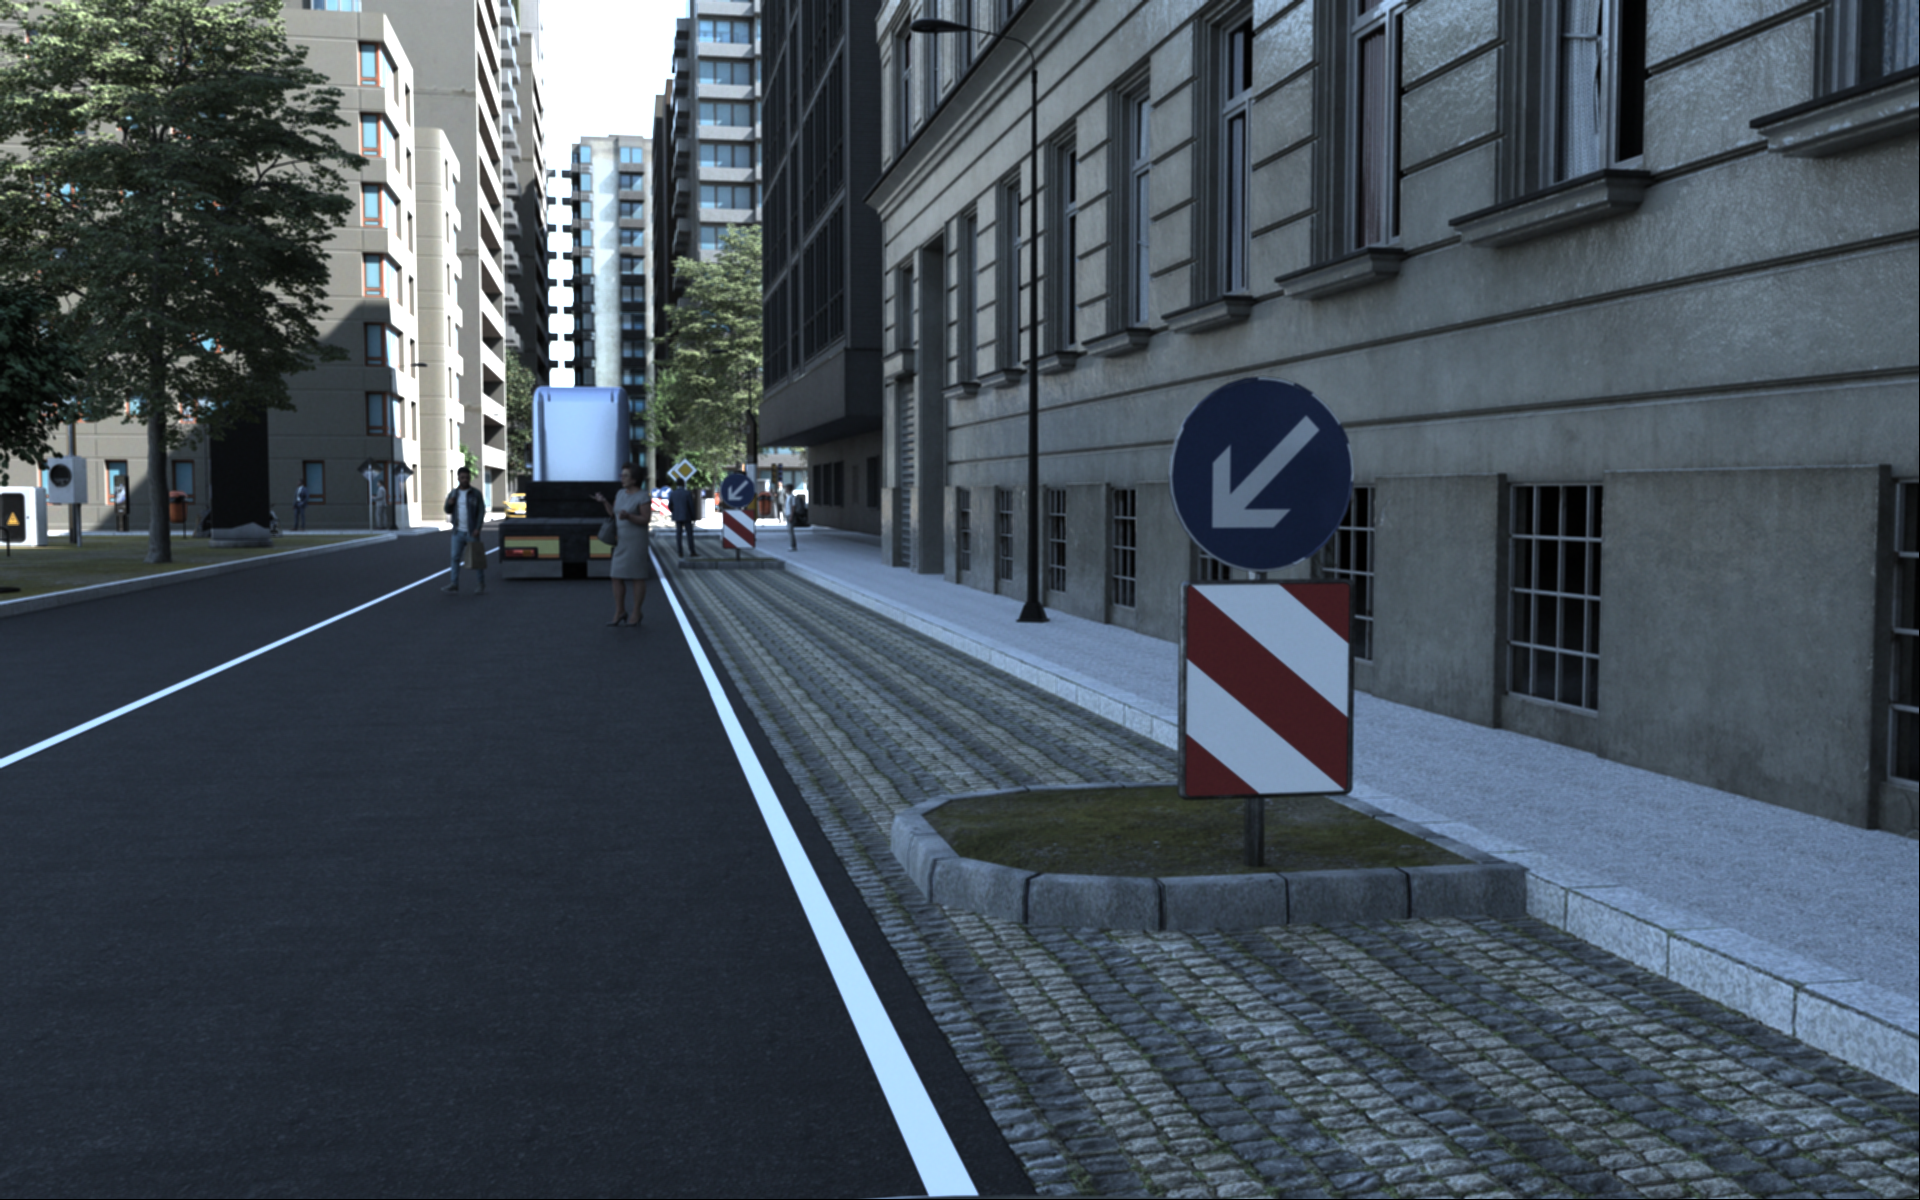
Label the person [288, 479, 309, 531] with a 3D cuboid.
[{"bbox_3d":[-22.953,-3.303,60.237,0.721,1.800,0.419,1,4,21],"label":"person"}]

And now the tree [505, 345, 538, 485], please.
[{"bbox_3d":[-34.354,-12.954,128.803,9.611,12.733,9.660,0,3,0],"label":"tree"}]

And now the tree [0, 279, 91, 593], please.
[{"bbox_3d":[-13.035,-2.365,22.385,4.285,4.588,4.351,0,3,0],"label":"tree"}]

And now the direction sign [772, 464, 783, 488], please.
[{"bbox_3d":[-13.622,-8.383,129.060,0.876,3.537,0.379,1,4,18],"label":"direction sign"}]

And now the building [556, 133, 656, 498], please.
[{"bbox_3d":[-37.259,-37.410,231.257,30.456,49.044,23.786,-1,4,-11],"label":"building"}]

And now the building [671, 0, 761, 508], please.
[{"bbox_3d":[-15.514,-33.220,162.763,23.786,49.044,30.456,-1,4,-11],"label":"building"}]

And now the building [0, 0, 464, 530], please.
[{"bbox_3d":[-36.982,-14.011,74.118,27.650,21.520,28.899,-1,4,-11],"label":"building"}]

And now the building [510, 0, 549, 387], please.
[{"bbox_3d":[-61.319,-40.000,196.006,28.212,58.520,21.231,-1,4,-11],"label":"building"}]

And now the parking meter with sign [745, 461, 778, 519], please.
[{"bbox_3d":[-10.155,-5.663,88.844,1.738,3.016,0.543,2,4,26],"label":"parking meter with sign"}]

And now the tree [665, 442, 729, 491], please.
[{"bbox_3d":[-16.154,-7.562,107.359,4.285,4.588,4.351,0,3,0],"label":"tree"}]

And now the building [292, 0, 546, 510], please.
[{"bbox_3d":[-53.117,-33.661,174.052,21.300,48.544,21.600,-1,4,-11],"label":"building"}]

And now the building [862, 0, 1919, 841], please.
[{"bbox_3d":[8.406,-11.329,18.517,16.112,22.955,30.059,-1,4,-11],"label":"building"}]

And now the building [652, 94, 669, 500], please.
[{"bbox_3d":[-24.914,-35.435,203.067,21.300,48.544,21.600,-1,4,-11],"label":"building"}]

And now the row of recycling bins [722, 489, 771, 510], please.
[{"bbox_3d":[-12.633,-5.719,100.618,1.069,1.692,3.534,-3,5,-44],"label":"row of recycling bins"}]

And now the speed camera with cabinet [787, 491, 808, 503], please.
[{"bbox_3d":[-7.515,-5.540,84.911,2.038,3.252,0.660,-3,5,-43],"label":"speed camera with cabinet"}]

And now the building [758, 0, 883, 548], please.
[{"bbox_3d":[2.672,-15.390,45.134,14.314,27.812,24.014,-1,4,-11],"label":"building"}]

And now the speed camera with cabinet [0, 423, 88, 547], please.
[{"bbox_3d":[-22.247,-2.910,41.909,2.038,3.252,0.660,0,4,6],"label":"speed camera with cabinet"}]

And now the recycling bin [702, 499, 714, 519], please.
[{"bbox_3d":[-13.113,-4.670,88.916,0.722,1.027,0.722,2,4,23],"label":"recycling bin"}]

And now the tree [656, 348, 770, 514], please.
[{"bbox_3d":[-13.850,-10.042,98.599,7.601,10.594,8.767,1,4,12],"label":"tree"}]

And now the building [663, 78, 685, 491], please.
[{"bbox_3d":[-24.358,-32.702,184.790,14.600,45.320,14.200,-1,4,-11],"label":"building"}]

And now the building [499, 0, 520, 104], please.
[{"bbox_3d":[-49.306,-32.319,148.027,23.786,49.044,30.456,-1,4,-11],"label":"building"}]

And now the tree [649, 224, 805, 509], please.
[{"bbox_3d":[-9.142,-9.455,72.722,7.486,12.596,7.792,0,3,0],"label":"tree"}]

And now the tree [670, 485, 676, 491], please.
[{"bbox_3d":[-23.205,-9.206,145.113,1.663,3.219,1.824,0,3,0],"label":"tree"}]

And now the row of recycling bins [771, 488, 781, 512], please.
[{"bbox_3d":[-13.897,-7.222,125.195,3.534,1.692,1.069,1,4,14],"label":"row of recycling bins"}]

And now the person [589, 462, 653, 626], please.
[{"bbox_3d":[-3.699,-0.608,18.795,0.716,1.782,0.532,2,4,34],"label":"person"}]

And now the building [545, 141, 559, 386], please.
[{"bbox_3d":[-67.686,-37.035,225.123,30.456,49.044,23.786,-1,4,-11],"label":"building"}]

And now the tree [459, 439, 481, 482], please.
[{"bbox_3d":[-27.551,-6.703,93.303,4.285,4.588,4.351,0,3,0],"label":"tree"}]

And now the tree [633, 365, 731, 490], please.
[{"bbox_3d":[-20.758,-12.591,131.613,9.928,11.665,9.643,0,3,0],"label":"tree"}]

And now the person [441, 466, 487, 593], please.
[{"bbox_3d":[-7.050,-1.000,24.830,0.794,1.824,0.713,2,4,25],"label":"person"}]

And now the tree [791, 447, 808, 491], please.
[{"bbox_3d":[-9.864,-9.910,112.384,4.360,8.622,3.978,0,3,0],"label":"tree"}]

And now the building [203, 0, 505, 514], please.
[{"bbox_3d":[-39.889,-29.531,106.538,21.300,48.544,21.600,-1,4,-11],"label":"building"}]

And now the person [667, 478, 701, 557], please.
[{"bbox_3d":[-6.277,-1.875,39.341,0.721,1.800,0.419,0,4,2],"label":"person"}]

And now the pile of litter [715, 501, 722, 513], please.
[{"bbox_3d":[-16.366,-6.357,117.900,1.719,0.858,1.176,-1,4,-15],"label":"pile of litter"}]

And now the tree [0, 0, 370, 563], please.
[{"bbox_3d":[-15.096,-6.998,32.550,7.486,12.596,7.792,0,3,0],"label":"tree"}]
